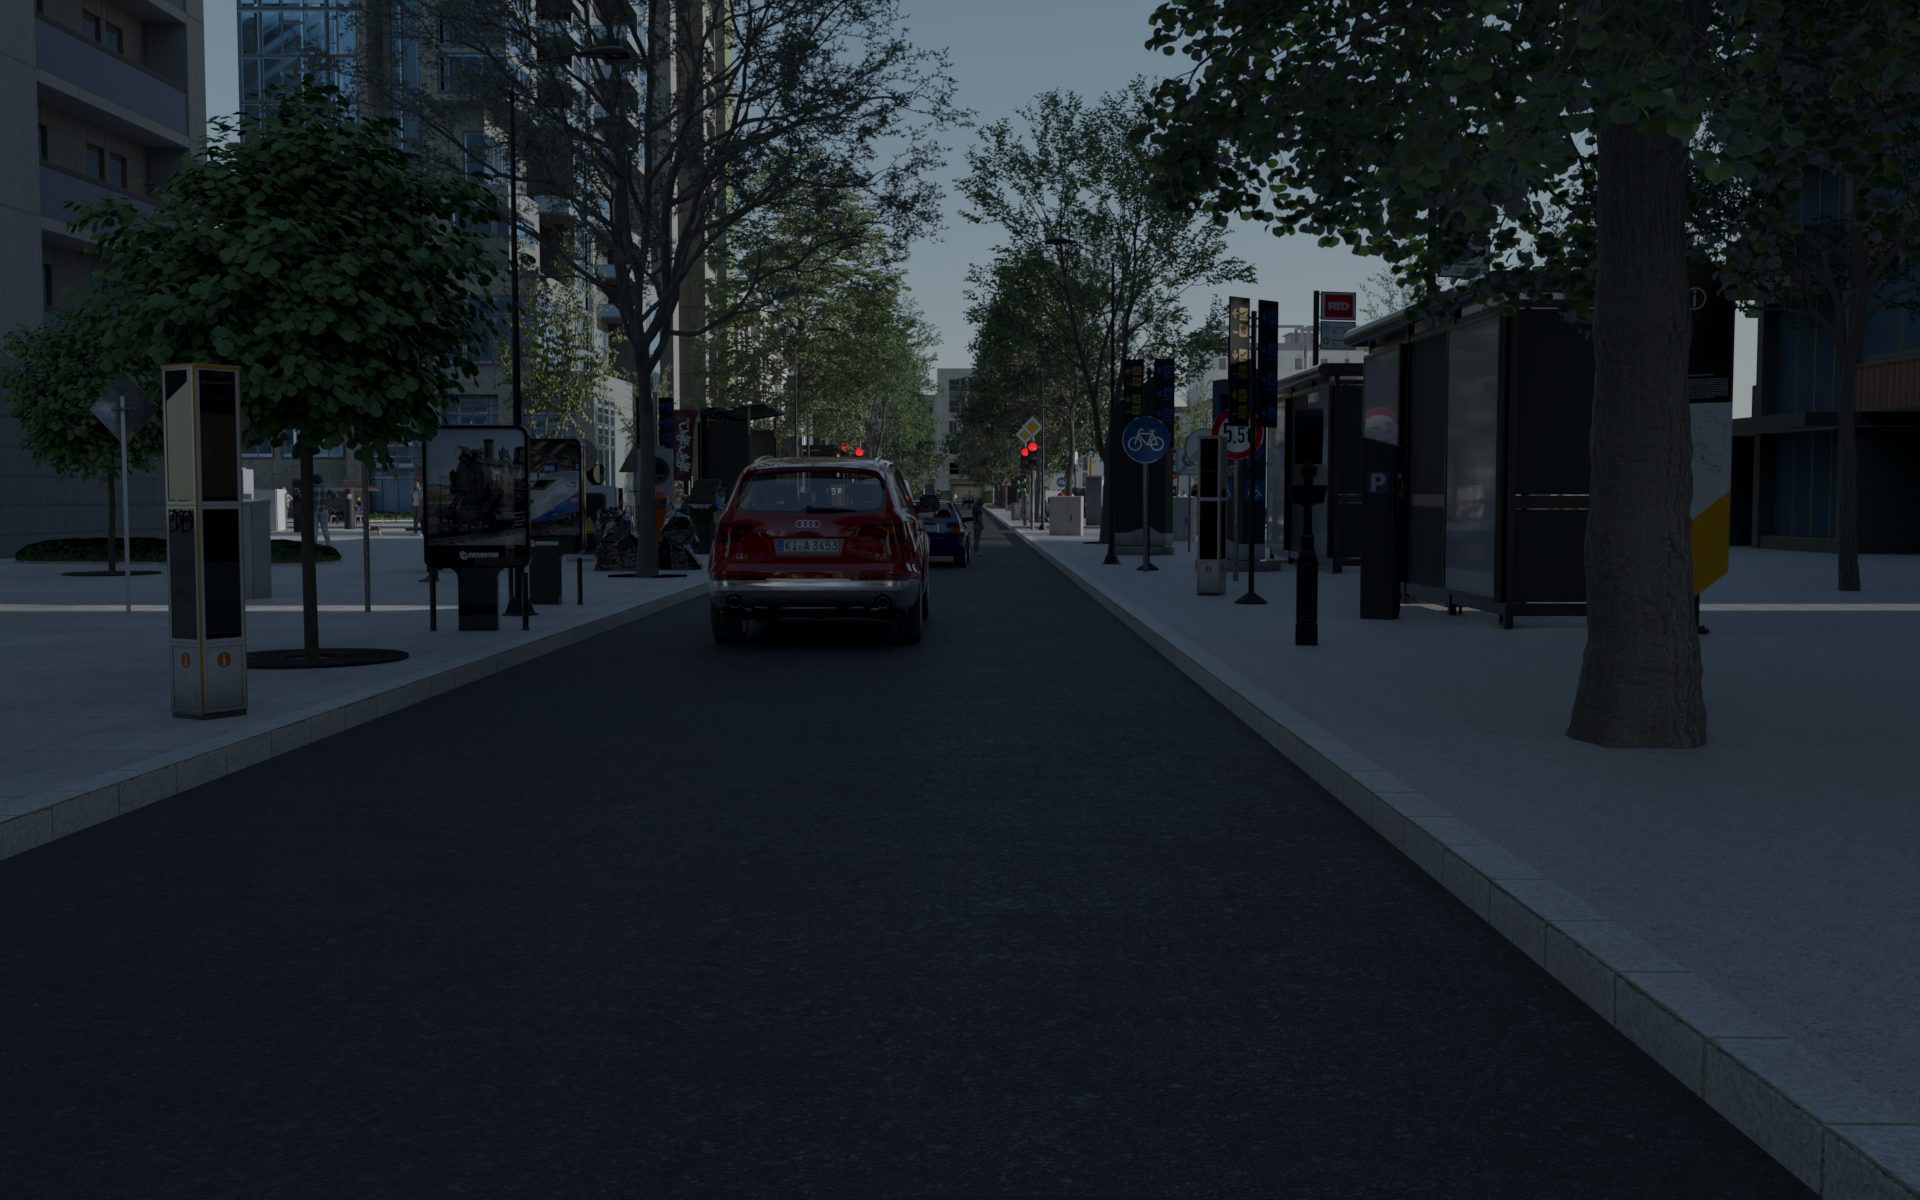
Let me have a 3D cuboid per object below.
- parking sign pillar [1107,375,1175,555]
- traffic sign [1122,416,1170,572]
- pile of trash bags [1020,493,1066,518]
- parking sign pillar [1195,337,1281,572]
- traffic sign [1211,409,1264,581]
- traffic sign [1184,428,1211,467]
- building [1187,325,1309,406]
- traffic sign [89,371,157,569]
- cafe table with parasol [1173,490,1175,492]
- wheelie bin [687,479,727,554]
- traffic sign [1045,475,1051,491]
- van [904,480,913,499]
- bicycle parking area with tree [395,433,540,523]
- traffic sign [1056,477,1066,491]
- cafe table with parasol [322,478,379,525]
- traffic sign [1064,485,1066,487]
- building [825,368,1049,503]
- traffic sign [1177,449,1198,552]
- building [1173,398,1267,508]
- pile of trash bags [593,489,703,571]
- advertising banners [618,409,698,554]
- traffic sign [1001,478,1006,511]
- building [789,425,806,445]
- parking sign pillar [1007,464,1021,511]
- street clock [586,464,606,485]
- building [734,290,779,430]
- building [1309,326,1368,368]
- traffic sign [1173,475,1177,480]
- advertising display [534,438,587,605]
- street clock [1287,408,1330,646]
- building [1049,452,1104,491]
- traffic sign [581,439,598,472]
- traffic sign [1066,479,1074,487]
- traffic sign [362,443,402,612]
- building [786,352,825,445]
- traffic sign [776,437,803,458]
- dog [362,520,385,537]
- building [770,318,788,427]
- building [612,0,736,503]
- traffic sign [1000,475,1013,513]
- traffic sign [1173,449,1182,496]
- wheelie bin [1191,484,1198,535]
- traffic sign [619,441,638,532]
[{"bbox_3d":[3.858,-2.957,36.825,1.447,3.967,1.447,2,4,29],"label":"parking sign pillar"},{"bbox_3d":[3.050,-1.733,28.440,0.768,2.556,0.104,1,4,8],"label":"traffic sign"},{"bbox_3d":[4.922,-5.415,98.290,1.912,1.369,3.447,3,5,40],"label":"pile of trash bags"},{"bbox_3d":[4.687,-2.485,29.104,1.447,3.967,1.447,-1,4,-15],"label":"parking sign pillar"},{"bbox_3d":[4.081,-1.556,25.551,0.768,2.556,0.104,0,4,6],"label":"traffic sign"},{"bbox_3d":[4.701,-2.035,33.385,0.768,2.556,0.104,1,4,9],"label":"traffic sign"},{"bbox_3d":[32.673,-21.016,200.027,11.380,20.091,16.016,0,4,0],"label":"building"},{"bbox_3d":[-8.955,-1.153,18.578,0.795,2.593,0.064,0,4,7],"label":"traffic sign"},{"bbox_3d":[13.651,-7.105,121.036,2.610,1.966,2.610,1,4,16],"label":"cafe table with parasol"},{"bbox_3d":[-5.418,-1.786,37.117,0.980,1.594,0.693,1,4,23],"label":"wheelie bin"},{"bbox_3d":[5.780,-7.144,116.914,0.768,2.556,0.104,0,4,8],"label":"traffic sign"},{"bbox_3d":[-2.073,-2.566,48.960,2.013,2.044,4.112,0,4,-1],"label":"van"},{"bbox_3d":[-21.073,-5.670,79.713,9.016,4.147,8.231,3,4,39],"label":"bicycle parking area with tree"},{"bbox_3d":[7.580,-7.905,129.351,0.768,2.556,0.104,0,4,1],"label":"traffic sign"},{"bbox_3d":[-25.724,-4.140,72.563,2.610,1.966,2.610,0,4,3],"label":"cafe table with parasol"},{"bbox_3d":[7.853,-8.154,133.420,0.768,2.556,0.104,0,4,6],"label":"traffic sign"},{"bbox_3d":[-3.179,-23.571,251.842,31.486,18.905,16.747,0,4,0],"label":"building"},{"bbox_3d":[5.076,-2.213,38.310,0.606,2.300,0.079,0,4,4],"label":"traffic sign"},{"bbox_3d":[22.744,-13.679,165.803,9.099,9.664,28.070,0,4,0],"label":"building"},{"bbox_3d":[-5.447,-1.270,30.512,1.912,1.369,3.447,0,4,-6],"label":"pile of trash bags"},{"bbox_3d":[-6.423,-2.410,35.597,2.074,3.025,0.090,-1,4,-11],"label":"advertising banners"},{"bbox_3d":[3.546,-8.202,134.202,0.768,2.556,0.104,1,4,10],"label":"traffic sign"},{"bbox_3d":[-32.522,-16.016,204.013,28.070,9.664,9.099,0,4,0],"label":"building"},{"bbox_3d":[4.272,-8.824,132.741,1.447,3.967,1.447,2,4,26],"label":"parking sign pillar"},{"bbox_3d":[-8.747,-2.271,41.698,0.358,2.002,0.471,2,4,29],"label":"street clock"},{"bbox_3d":[-26.958,-18.054,161.643,16.747,18.905,31.486,0,4,0],"label":"building"},{"bbox_3d":[44.056,-21.046,200.526,11.380,20.091,16.016,0,4,0],"label":"building"},{"bbox_3d":[7.472,-3.743,61.297,0.768,2.556,0.104,0,4,1],"label":"traffic sign"},{"bbox_3d":[-4.816,-0.909,20.082,0.974,1.923,0.123,1,4,10],"label":"advertising display"},{"bbox_3d":[2.951,-0.619,14.698,0.358,2.002,0.471,1,4,9],"label":"street clock"},{"bbox_3d":[26.581,-18.700,247.898,28.070,9.664,9.099,0,4,0],"label":"building"},{"bbox_3d":[-8.695,-2.427,39.788,0.768,2.556,0.104,0,4,4],"label":"traffic sign"},{"bbox_3d":[7.282,-6.849,114.109,0.606,2.300,0.079,0,4,7],"label":"traffic sign"},{"bbox_3d":[-6.437,-1.147,18.754,0.884,2.594,0.081,0,4,1],"label":"traffic sign"},{"bbox_3d":[-35.374,-25.289,257.442,32.646,21.610,27.936,0,4,0],"label":"building"},{"bbox_3d":[-6.719,-4.150,61.730,2.265,3.308,0.079,1,4,8],"label":"traffic sign"},{"bbox_3d":[-17.359,-2.107,51.278,0.406,0.507,0.540,1,4,17],"label":"dog"},{"bbox_3d":[-26.193,-19.974,182.995,16.016,20.091,11.380,0,4,0],"label":"building"},{"bbox_3d":[-25.604,-27.682,136.192,14.154,41.232,14.086,0,4,0],"label":"building"},{"bbox_3d":[3.146,-7.166,117.168,0.884,2.594,0.081,1,4,10],"label":"traffic sign"},{"bbox_3d":[6.121,-2.967,48.622,0.768,2.556,0.104,1,4,9],"label":"traffic sign"},{"bbox_3d":[7.534,-2.822,54.041,0.980,1.594,0.693,-3,4,-37],"label":"wheelie bin"},{"bbox_3d":[-7.990,-2.614,42.737,0.884,2.594,0.081,0,4,7],"label":"traffic sign"}]
